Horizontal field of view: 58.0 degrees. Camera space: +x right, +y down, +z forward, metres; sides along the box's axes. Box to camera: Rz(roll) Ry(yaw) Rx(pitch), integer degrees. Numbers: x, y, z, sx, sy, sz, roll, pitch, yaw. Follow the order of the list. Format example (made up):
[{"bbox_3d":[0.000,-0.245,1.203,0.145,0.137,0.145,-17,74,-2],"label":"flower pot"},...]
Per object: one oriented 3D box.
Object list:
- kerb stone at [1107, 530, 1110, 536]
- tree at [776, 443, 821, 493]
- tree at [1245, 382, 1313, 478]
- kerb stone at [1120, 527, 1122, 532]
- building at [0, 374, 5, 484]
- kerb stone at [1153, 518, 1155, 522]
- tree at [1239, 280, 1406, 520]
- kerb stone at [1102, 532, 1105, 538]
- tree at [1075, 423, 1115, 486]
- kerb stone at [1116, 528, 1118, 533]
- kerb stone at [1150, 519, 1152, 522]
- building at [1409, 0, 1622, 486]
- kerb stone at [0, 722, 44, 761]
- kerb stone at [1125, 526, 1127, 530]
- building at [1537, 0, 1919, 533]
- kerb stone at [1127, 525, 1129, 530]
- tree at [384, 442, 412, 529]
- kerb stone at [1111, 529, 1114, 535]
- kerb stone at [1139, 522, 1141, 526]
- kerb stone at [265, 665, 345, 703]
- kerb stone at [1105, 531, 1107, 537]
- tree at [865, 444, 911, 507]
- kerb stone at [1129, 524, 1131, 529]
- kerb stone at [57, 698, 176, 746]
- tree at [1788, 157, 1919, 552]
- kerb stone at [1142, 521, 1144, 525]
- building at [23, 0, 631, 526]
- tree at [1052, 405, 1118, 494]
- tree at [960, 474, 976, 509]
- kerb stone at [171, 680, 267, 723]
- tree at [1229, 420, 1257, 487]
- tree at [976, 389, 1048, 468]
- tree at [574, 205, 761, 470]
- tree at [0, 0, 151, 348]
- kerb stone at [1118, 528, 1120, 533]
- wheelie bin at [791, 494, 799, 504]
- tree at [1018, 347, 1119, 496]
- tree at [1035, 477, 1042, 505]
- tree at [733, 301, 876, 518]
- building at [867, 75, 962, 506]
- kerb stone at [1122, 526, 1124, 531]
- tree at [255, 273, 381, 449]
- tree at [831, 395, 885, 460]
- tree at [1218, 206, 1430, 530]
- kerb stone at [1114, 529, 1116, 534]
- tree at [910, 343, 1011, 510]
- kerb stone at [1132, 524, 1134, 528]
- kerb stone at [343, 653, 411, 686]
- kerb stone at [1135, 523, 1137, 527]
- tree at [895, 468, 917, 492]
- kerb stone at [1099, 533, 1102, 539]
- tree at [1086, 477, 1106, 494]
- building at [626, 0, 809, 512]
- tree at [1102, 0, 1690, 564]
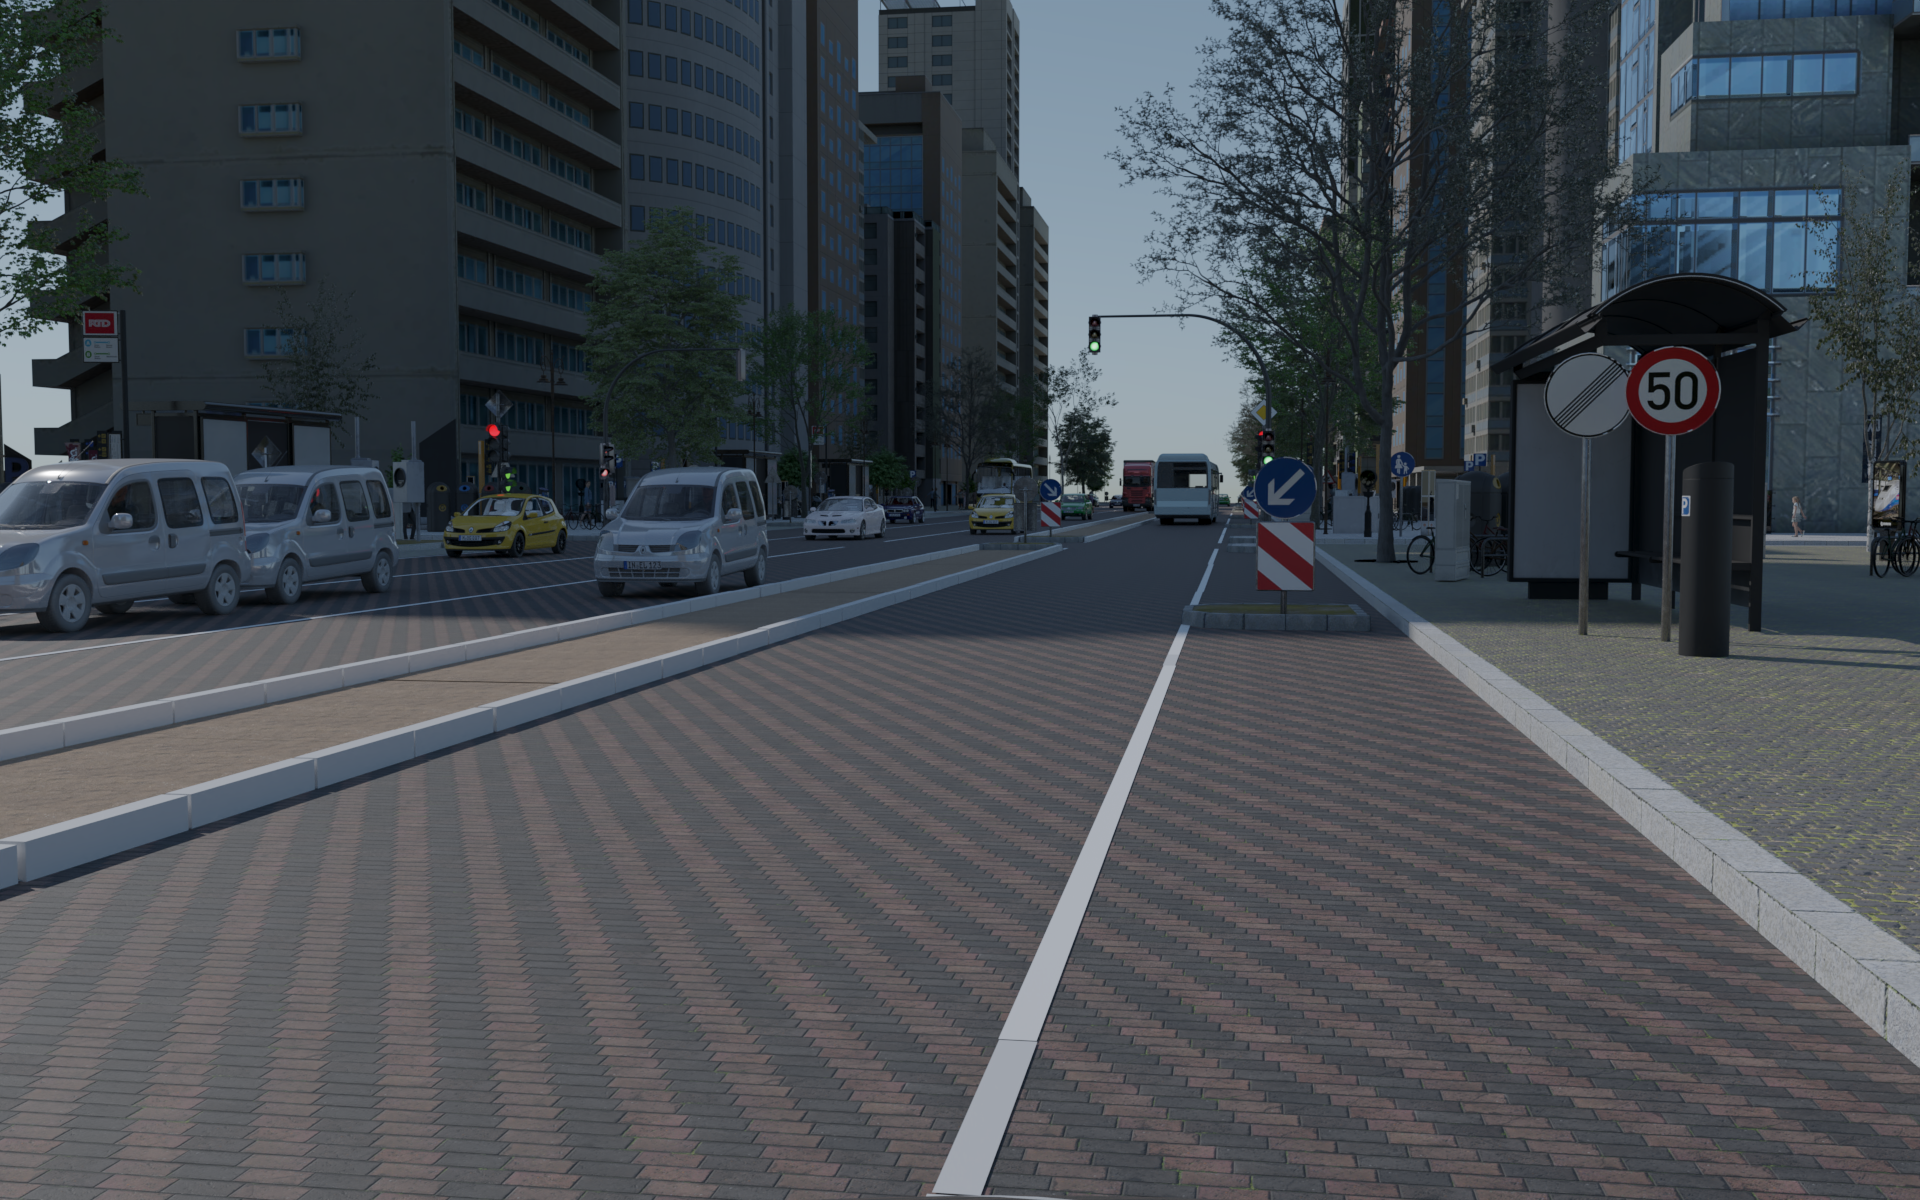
[{"bbox_3d":[4.830,-2.193,58.048,0.120,0.150,1.000,1,4,9],"label":"kerb stone"},{"bbox_3d":[-10.263,-7.645,108.706,4.285,4.588,4.351,0,3,0],"label":"tree"},{"bbox_3d":[19.926,-9.525,106.102,4.737,8.622,4.395,0,3,0],"label":"tree"},{"bbox_3d":[5.810,-2.558,64.112,0.120,0.150,1.000,1,4,9],"label":"kerb stone"},{"bbox_3d":[-61.793,-46.873,79.043,31.000,86.520,22.319,1,4,9],"label":"building"},{"bbox_3d":[9.721,-4.050,88.405,0.120,0.150,1.000,1,4,9],"label":"kerb stone"},{"bbox_3d":[17.638,-10.142,83.942,7.486,12.596,7.792,0,3,0],"label":"tree"},{"bbox_3d":[4.498,-2.069,56.018,0.120,0.150,1.000,1,4,9],"label":"kerb stone"},{"bbox_3d":[20.554,-21.769,274.057,7.486,12.596,7.792,0,3,0],"label":"tree"},{"bbox_3d":[5.475,-2.440,62.085,0.120,0.150,1.000,1,4,9],"label":"kerb stone"},{"bbox_3d":[9.237,-3.863,85.375,0.120,0.150,1.000,1,4,9],"label":"kerb stone"},{"bbox_3d":[45.497,-25.515,109.059,32.217,40.220,23.993,1,4,9],"label":"building"},{"bbox_3d":[-5.175,0.792,9.243,0.120,0.150,1.000,1,4,9],"label":"kerb stone"},{"bbox_3d":[6.293,-2.750,67.154,0.120,0.150,1.000,1,4,9],"label":"kerb stone"},{"bbox_3d":[38.463,-45.944,63.859,31.000,86.520,22.319,1,4,9],"label":"building"},{"bbox_3d":[6.453,-2.809,68.168,0.120,0.150,1.000,1,4,9],"label":"kerb stone"},{"bbox_3d":[-20.794,-4.261,64.272,1.663,3.219,1.824,0,3,0],"label":"tree"},{"bbox_3d":[5.152,-2.316,60.066,0.120,0.150,1.000,1,4,9],"label":"kerb stone"},{"bbox_3d":[7.761,-3.307,76.265,0.120,0.150,1.000,1,4,9],"label":"kerb stone"},{"bbox_3d":[-4.692,0.606,12.280,0.120,0.150,1.000,1,4,9],"label":"kerb stone"},{"bbox_3d":[4.659,-2.126,57.037,0.120,0.150,1.000,1,4,9],"label":"kerb stone"},{"bbox_3d":[-4.890,-7.922,113.236,4.285,4.588,4.351,0,3,0],"label":"tree"},{"bbox_3d":[6.619,-2.872,69.180,0.120,0.150,1.000,1,4,9],"label":"kerb stone"},{"bbox_3d":[-5.019,0.731,10.253,0.120,0.150,1.000,1,4,9],"label":"kerb stone"},{"bbox_3d":[20.344,-5.364,38.060,4.360,8.622,3.978,0,3,0],"label":"tree"},{"bbox_3d":[8.098,-3.430,78.288,0.120,0.150,1.000,1,4,9],"label":"kerb stone"},{"bbox_3d":[-29.446,-27.964,80.909,21.300,48.544,21.600,1,4,9],"label":"building"},{"bbox_3d":[17.520,-20.717,245.383,9.857,13.997,8.962,0,3,0],"label":"tree"},{"bbox_3d":[0.753,-9.449,149.091,1.663,3.219,1.824,0,3,0],"label":"tree"},{"bbox_3d":[-4.859,0.669,11.266,0.120,0.150,1.000,1,4,9],"label":"kerb stone"},{"bbox_3d":[45.738,-21.851,263.921,9.857,13.997,8.962,0,3,0],"label":"tree"},{"bbox_3d":[5.049,-14.914,169.591,9.928,11.665,9.643,0,3,0],"label":"tree"},{"bbox_3d":[-11.562,-9.187,68.335,7.486,12.596,7.792,0,3,0],"label":"tree"},{"bbox_3d":[-18.059,-6.352,29.609,9.928,11.665,9.643,0,3,0],"label":"tree"},{"bbox_3d":[5.637,-2.501,63.094,0.120,0.150,1.000,1,4,9],"label":"kerb stone"},{"bbox_3d":[-9.577,-5.554,98.718,0.693,1.594,0.980,1,4,10],"label":"wheelie bin"},{"bbox_3d":[13.912,-22.485,223.525,12.611,20.169,13.585,0,3,0],"label":"tree"},{"bbox_3d":[9.249,-12.479,198.632,1.663,3.219,1.824,0,3,0],"label":"tree"},{"bbox_3d":[-8.237,-10.186,92.294,9.928,11.665,9.643,0,3,0],"label":"tree"},{"bbox_3d":[-7.727,-33.037,190.257,14.600,45.320,14.200,1,4,9],"label":"building"},{"bbox_3d":[5.970,-2.621,65.136,0.120,0.150,1.000,1,4,9],"label":"kerb stone"},{"bbox_3d":[-21.785,-6.612,58.466,4.360,8.622,3.978,0,3,0],"label":"tree"},{"bbox_3d":[-7.522,-10.679,124.959,4.360,8.622,3.978,0,3,0],"label":"tree"},{"bbox_3d":[12.998,-8.348,62.248,9.928,11.665,9.643,0,3,0],"label":"tree"},{"bbox_3d":[5.317,-2.378,61.075,0.120,0.150,1.000,1,4,9],"label":"kerb stone"},{"bbox_3d":[0.666,-14.094,140.805,12.009,13.543,11.850,0,3,0],"label":"tree"},{"bbox_3d":[6.946,-2.997,71.199,0.120,0.150,1.000,1,4,9],"label":"kerb stone"},{"bbox_3d":[-4.529,0.545,13.298,0.120,0.150,1.000,1,4,9],"label":"kerb stone"},{"bbox_3d":[7.272,-3.121,73.221,0.120,0.150,1.000,1,4,9],"label":"kerb stone"},{"bbox_3d":[-3.657,-7.671,120.026,1.663,3.219,1.824,0,3,0],"label":"tree"},{"bbox_3d":[4.328,-2.007,55.011,0.120,0.150,1.000,1,4,9],"label":"kerb stone"},{"bbox_3d":[20.678,-17.182,264.631,4.285,4.588,4.351,0,3,0],"label":"tree"},{"bbox_3d":[-23.665,-34.920,112.943,21.231,58.520,28.212,1,4,9],"label":"building"},{"bbox_3d":[7.857,-7.443,32.060,12.009,13.543,11.850,0,3,0],"label":"tree"}]
